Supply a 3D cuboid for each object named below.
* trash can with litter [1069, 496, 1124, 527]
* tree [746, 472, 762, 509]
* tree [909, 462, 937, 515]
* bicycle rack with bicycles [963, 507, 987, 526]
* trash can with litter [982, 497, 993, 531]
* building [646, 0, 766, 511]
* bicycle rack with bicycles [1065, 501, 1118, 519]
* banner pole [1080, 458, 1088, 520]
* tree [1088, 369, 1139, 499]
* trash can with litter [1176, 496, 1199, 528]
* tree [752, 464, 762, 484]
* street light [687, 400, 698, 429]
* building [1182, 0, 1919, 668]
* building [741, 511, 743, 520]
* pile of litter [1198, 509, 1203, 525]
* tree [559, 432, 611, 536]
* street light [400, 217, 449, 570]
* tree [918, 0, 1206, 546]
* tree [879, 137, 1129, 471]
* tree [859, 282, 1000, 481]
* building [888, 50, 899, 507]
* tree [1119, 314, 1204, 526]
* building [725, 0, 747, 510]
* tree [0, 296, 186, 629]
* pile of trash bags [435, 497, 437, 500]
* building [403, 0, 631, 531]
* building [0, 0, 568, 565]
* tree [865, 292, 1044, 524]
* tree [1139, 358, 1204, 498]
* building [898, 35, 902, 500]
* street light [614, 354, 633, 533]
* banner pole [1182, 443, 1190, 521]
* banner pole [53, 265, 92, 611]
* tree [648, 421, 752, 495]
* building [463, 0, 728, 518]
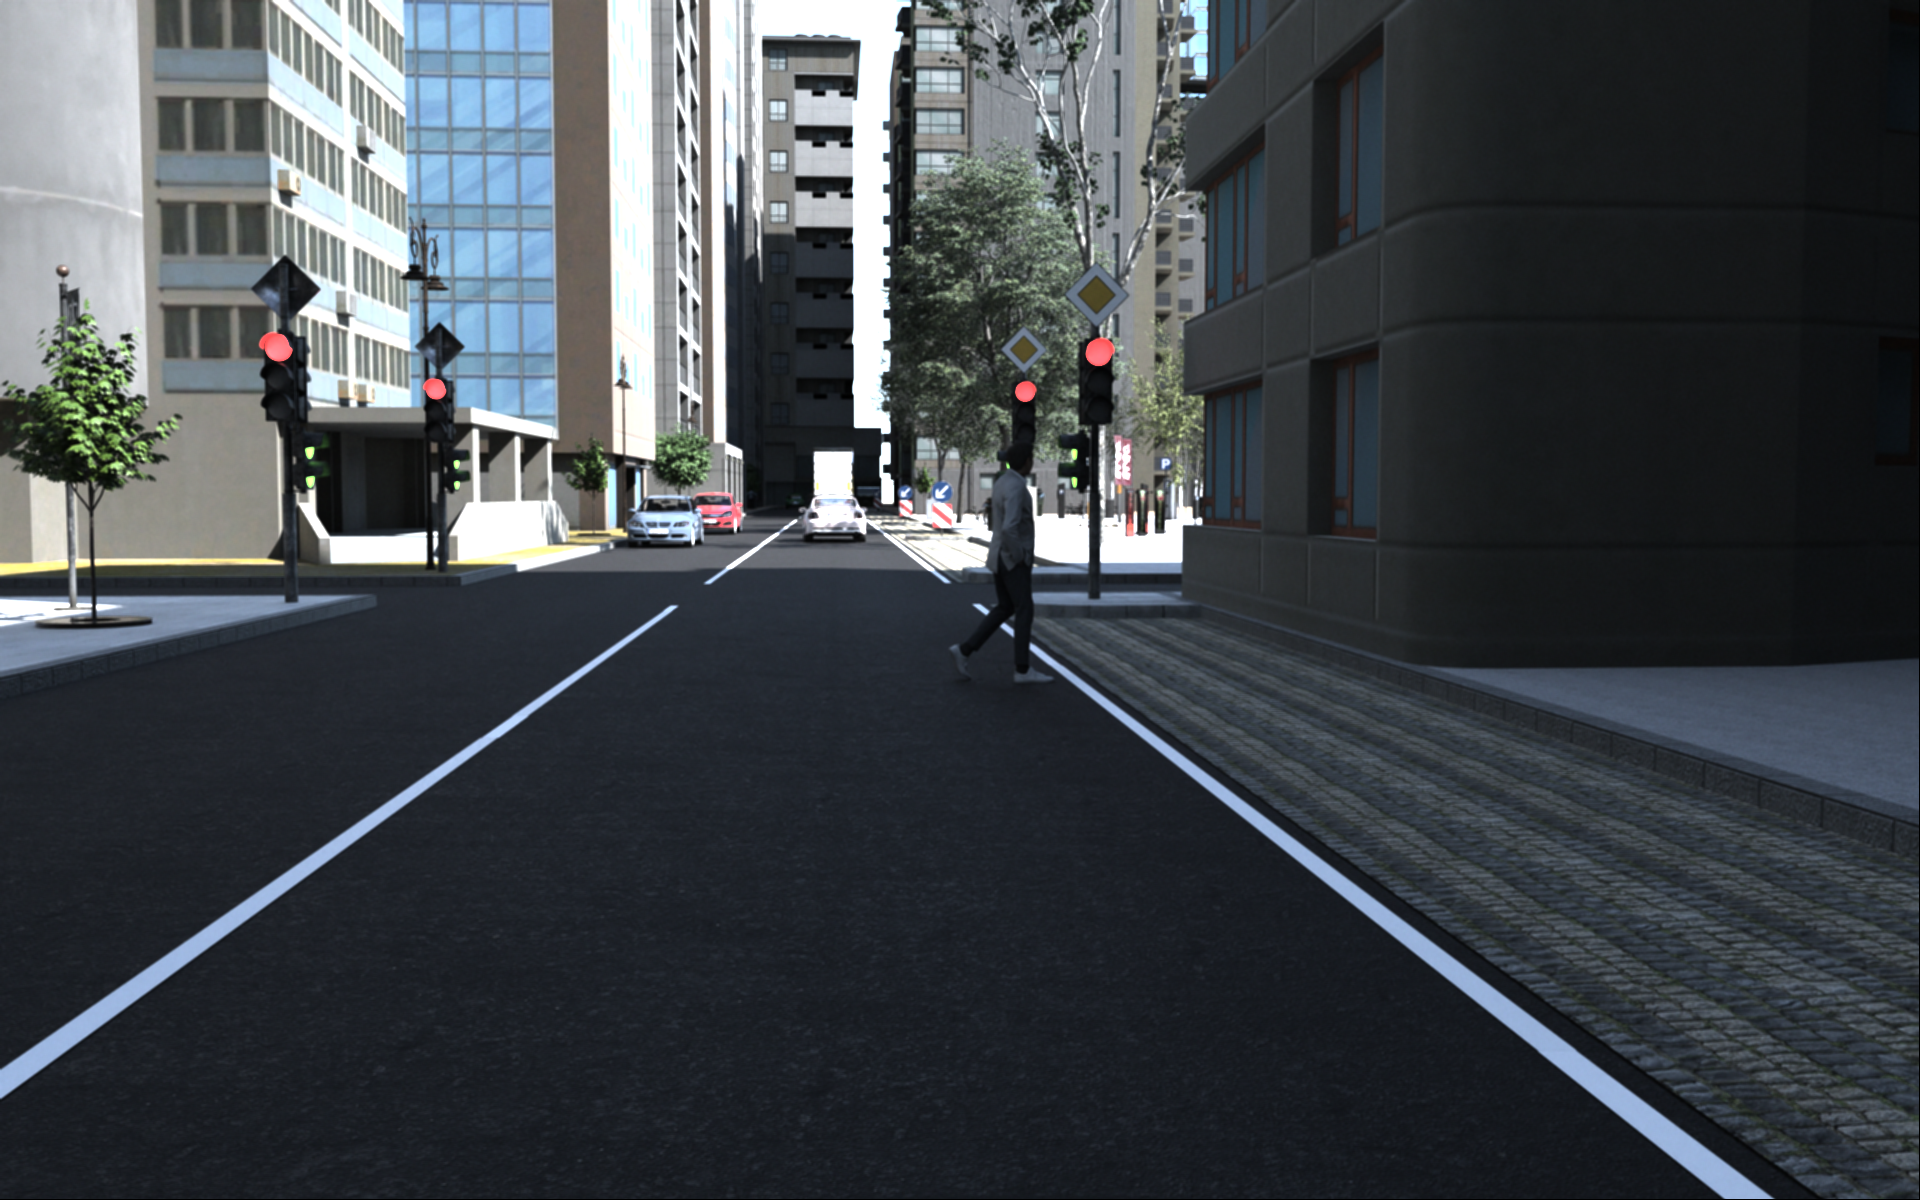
[{"bbox_3d":[5.321,-3.430,67.144,2.233,1.210,1.678,0,4,0],"label":"trash can with litter"},{"bbox_3d":[-18.586,-9.681,152.891,1.663,3.219,1.824,0,3,0],"label":"tree"},{"bbox_3d":[-2.134,-6.805,105.863,1.663,3.219,1.824,0,3,0],"label":"tree"},{"bbox_3d":[1.567,-3.537,71.210,2.925,0.926,2.852,0,4,-6],"label":"bicycle rack with bicycles"},{"bbox_3d":[1.275,-2.929,59.279,0.624,1.170,1.055,3,5,39],"label":"trash can with litter"},{"bbox_3d":[-29.726,-44.561,166.818,20.611,71.187,20.563,0,4,-4],"label":"building"},{"bbox_3d":[6.624,-4.716,90.489,2.925,0.926,2.852,1,4,23],"label":"bicycle rack with bicycles"},{"bbox_3d":[6.309,-5.885,86.239,0.401,3.779,0.863,3,5,39],"label":"banner pole"},{"bbox_3d":[8.987,-9.114,99.378,4.360,8.622,3.978,0,3,0],"label":"tree"},{"bbox_3d":[9.066,-3.356,65.935,1.678,1.210,2.233,0,4,7],"label":"trash can with litter"},{"bbox_3d":[-19.462,-10.556,156.297,4.285,4.588,4.351,0,3,0],"label":"tree"},{"bbox_3d":[-13.111,-6.861,84.963,0.468,5.910,1.993,0,4,-4],"label":"street light"},{"bbox_3d":[17.607,-9.941,7.582,27.650,21.520,28.899,0,4,-4],"label":"building"},{"bbox_3d":[-22.023,-39.837,89.592,20.563,71.187,20.611,0,4,-4],"label":"building"},{"bbox_3d":[7.806,-2.448,53.982,1.176,0.858,1.719,-3,5,-40],"label":"pile of litter"},{"bbox_3d":[-11.398,-3.633,54.009,1.663,3.219,1.824,0,3,0],"label":"tree"},{"bbox_3d":[-8.981,-3.450,29.203,0.468,5.910,1.993,0,4,-4],"label":"street light"},{"bbox_3d":[4.402,-11.315,40.892,12.611,20.169,13.585,0,3,0],"label":"tree"},{"bbox_3d":[1.779,-9.527,62.426,9.857,13.997,8.962,0,3,0],"label":"tree"},{"bbox_3d":[-1.020,-11.362,96.145,12.009,13.543,11.850,0,3,0],"label":"tree"},{"bbox_3d":[0.075,-31.985,173.060,14.600,45.320,14.200,0,4,-4],"label":"building"},{"bbox_3d":[8.693,-7.320,70.042,4.737,8.622,4.395,0,3,0],"label":"tree"},{"bbox_3d":[-27.473,-35.959,129.935,21.231,58.520,28.212,0,4,-4],"label":"building"},{"bbox_3d":[-8.413,-1.370,17.000,1.663,3.219,1.824,0,3,0],"label":"tree"},{"bbox_3d":[-17.367,-2.812,55.732,1.912,1.369,3.447,0,4,6],"label":"pile of trash bags"},{"bbox_3d":[-19.369,-25.385,65.150,14.600,45.320,14.200,0,4,-4],"label":"building"},{"bbox_3d":[-26.184,-21.150,37.691,32.217,40.220,23.993,0,4,-4],"label":"building"},{"bbox_3d":[0.073,-8.568,74.505,8.767,10.594,7.601,-2,4,-24],"label":"tree"},{"bbox_3d":[11.893,-8.477,88.960,4.360,8.622,3.978,0,3,0],"label":"tree"},{"bbox_3d":[1.335,-29.074,158.947,14.154,41.232,14.086,0,4,-4],"label":"building"},{"bbox_3d":[-11.107,-5.167,57.275,0.468,5.910,1.993,0,4,-4],"label":"street light"},{"bbox_3d":[10.808,-5.685,82.962,0.401,3.779,0.863,1,4,13],"label":"banner pole"},{"bbox_3d":[-9.658,-1.765,18.869,0.401,3.779,0.863,-3,5,-40],"label":"banner pole"},{"bbox_3d":[-12.620,-5.786,78.309,4.285,4.588,4.351,0,3,0],"label":"tree"},{"bbox_3d":[-22.144,-28.084,109.290,14.600,45.320,14.200,0,4,-4],"label":"building"}]
